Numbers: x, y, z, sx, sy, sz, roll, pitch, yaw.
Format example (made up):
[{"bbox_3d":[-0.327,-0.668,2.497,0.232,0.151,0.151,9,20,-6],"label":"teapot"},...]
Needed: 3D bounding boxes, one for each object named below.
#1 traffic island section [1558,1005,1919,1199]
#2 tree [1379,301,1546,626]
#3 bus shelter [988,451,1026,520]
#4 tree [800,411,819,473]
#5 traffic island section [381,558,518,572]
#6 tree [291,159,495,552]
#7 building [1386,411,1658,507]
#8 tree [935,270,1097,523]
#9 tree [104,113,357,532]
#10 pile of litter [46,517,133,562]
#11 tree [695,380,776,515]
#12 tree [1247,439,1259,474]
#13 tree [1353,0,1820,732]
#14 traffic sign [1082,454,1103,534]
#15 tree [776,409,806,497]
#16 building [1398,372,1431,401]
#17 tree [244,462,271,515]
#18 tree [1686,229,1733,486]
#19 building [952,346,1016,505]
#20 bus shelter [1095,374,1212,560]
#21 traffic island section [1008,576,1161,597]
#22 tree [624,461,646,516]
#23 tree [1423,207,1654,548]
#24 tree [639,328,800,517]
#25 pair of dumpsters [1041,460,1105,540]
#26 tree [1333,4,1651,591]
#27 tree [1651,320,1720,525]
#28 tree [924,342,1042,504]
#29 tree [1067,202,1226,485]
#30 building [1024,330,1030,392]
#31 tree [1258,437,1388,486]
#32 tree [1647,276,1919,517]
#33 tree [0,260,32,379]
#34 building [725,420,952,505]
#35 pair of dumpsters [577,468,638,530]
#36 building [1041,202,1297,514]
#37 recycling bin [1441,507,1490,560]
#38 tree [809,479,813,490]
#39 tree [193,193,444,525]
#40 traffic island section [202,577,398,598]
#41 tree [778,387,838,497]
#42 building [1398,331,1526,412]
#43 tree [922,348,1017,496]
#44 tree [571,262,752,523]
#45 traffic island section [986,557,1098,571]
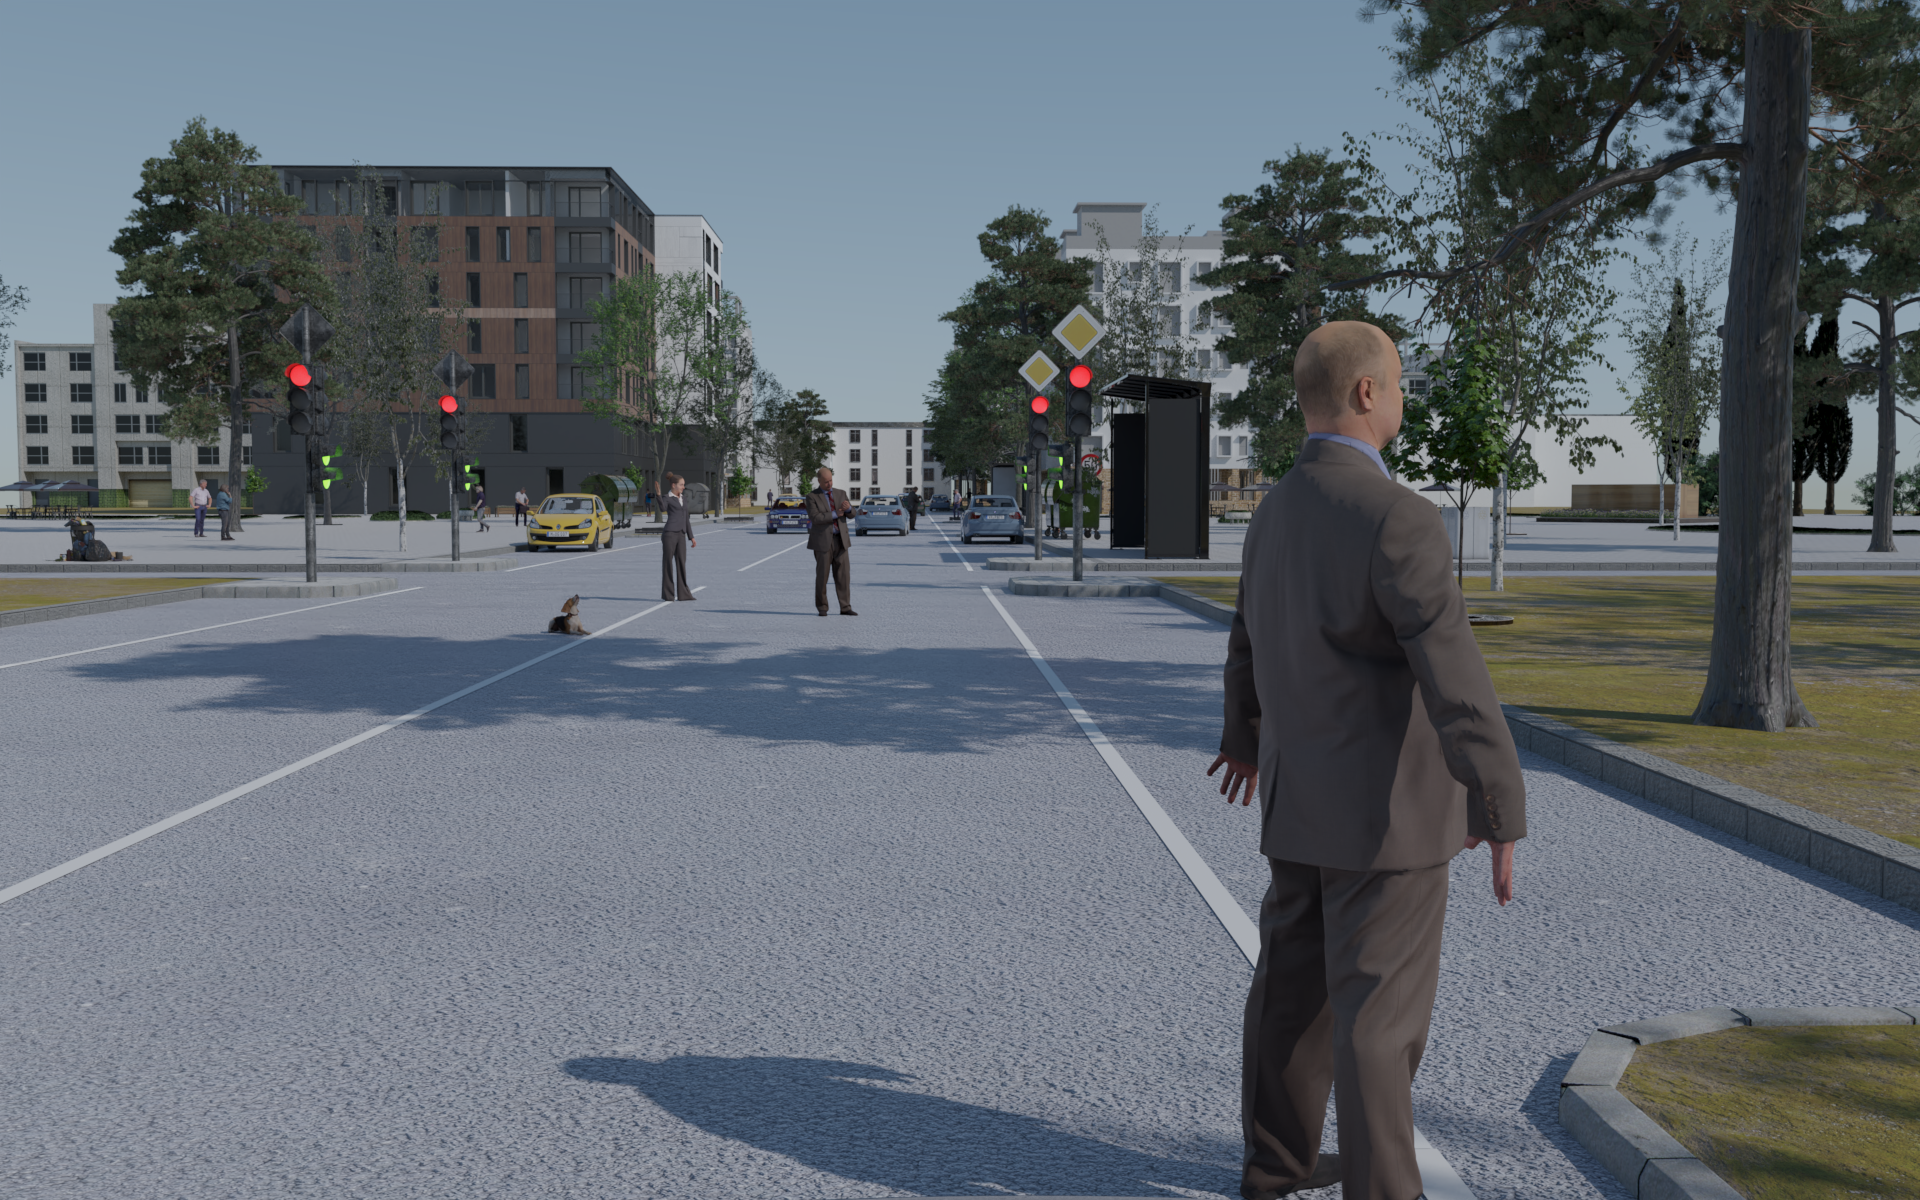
[{"bbox_3d":[2.365,1.180,3.580,1.991,0.108,1.994,0,4,-2],"label":"traffic island section"},{"bbox_3d":[5.098,-1.391,17.352,1.663,3.219,1.824,0,3,0],"label":"tree"},{"bbox_3d":[2.450,-5.558,84.790,2.014,3.302,5.546,0,4,-2],"label":"bus shelter"},{"bbox_3d":[-16.395,-13.737,159.017,7.601,10.594,8.767,1,4,16],"label":"tree"},{"bbox_3d":[-9.697,-0.671,33.252,2.009,0.180,2.903,0,4,-2],"label":"traffic island section"},{"bbox_3d":[-12.451,-5.370,38.160,4.360,8.622,3.978,0,3,0],"label":"tree"},{"bbox_3d":[57.277,-14.371,177.116,28.070,9.664,9.099,0,4,-2],"label":"building"},{"bbox_3d":[2.636,-9.185,75.936,9.928,11.665,9.643,0,3,0],"label":"tree"},{"bbox_3d":[-24.292,-9.209,57.986,7.806,13.903,7.818,0,3,0],"label":"tree"},{"bbox_3d":[-16.691,-1.178,33.227,1.719,0.858,1.176,2,4,28],"label":"pile of litter"},{"bbox_3d":[-14.322,-9.469,105.177,4.360,8.622,3.978,0,3,0],"label":"tree"},{"bbox_3d":[12.617,-4.999,65.447,4.285,4.588,4.351,0,3,0],"label":"tree"},{"bbox_3d":[4.467,-5.341,9.385,6.751,12.117,7.091,0,3,0],"label":"tree"},{"bbox_3d":[4.114,-3.332,54.584,0.768,2.556,0.104,0,4,6],"label":"traffic sign"},{"bbox_3d":[-15.549,-12.261,150.833,4.360,8.622,3.978,0,3,0],"label":"tree"},{"bbox_3d":[38.257,-20.820,206.867,31.486,18.905,16.747,0,4,-2],"label":"building"},{"bbox_3d":[-42.820,-6.736,104.741,1.663,3.219,1.824,0,3,0],"label":"tree"},{"bbox_3d":[20.072,-5.952,47.672,4.360,8.622,3.978,0,3,0],"label":"tree"},{"bbox_3d":[4.885,-21.343,205.381,11.380,20.091,16.016,0,4,-2],"label":"building"},{"bbox_3d":[4.052,-2.794,36.967,1.731,3.624,6.357,0,4,-2],"label":"bus shelter"},{"bbox_3d":[1.759,-0.201,25.572,2.009,0.180,2.903,0,4,-2],"label":"traffic island section"},{"bbox_3d":[-19.323,-6.539,101.514,1.663,3.219,1.824,0,3,0],"label":"tree"},{"bbox_3d":[13.195,-5.546,41.038,4.737,8.622,4.395,0,3,0],"label":"tree"},{"bbox_3d":[-13.404,-9.818,94.935,8.767,10.594,7.601,0,4,-7],"label":"tree"},{"bbox_3d":[3.254,-2.929,50.383,1.574,2.255,4.436,0,4,-2],"label":"pair of dumpsters"},{"bbox_3d":[7.011,-4.411,22.484,4.360,8.622,3.978,0,3,0],"label":"tree"},{"bbox_3d":[29.029,-7.396,71.295,4.737,8.622,4.395,0,3,0],"label":"tree"},{"bbox_3d":[1.667,-10.097,99.495,7.601,10.594,8.767,0,4,-5],"label":"tree"},{"bbox_3d":[4.432,-5.770,44.697,4.360,8.622,3.978,0,3,0],"label":"tree"},{"bbox_3d":[13.396,-17.428,141.366,16.016,20.091,11.380,0,4,-2],"label":"building"},{"bbox_3d":[13.356,-4.698,60.520,4.285,4.588,4.351,0,3,0],"label":"tree"},{"bbox_3d":[49.126,-12.274,102.497,18.604,14.587,13.155,-1,4,-20],"label":"tree"},{"bbox_3d":[-29.787,-6.892,47.102,8.767,10.594,7.601,-1,4,-21],"label":"tree"},{"bbox_3d":[-14.889,-15.891,201.962,28.070,9.664,9.099,0,4,-2],"label":"building"},{"bbox_3d":[-12.875,-3.717,63.261,1.574,2.255,4.436,0,4,-1],"label":"pair of dumpsters"},{"bbox_3d":[14.045,-16.016,118.289,16.016,20.091,11.380,0,4,-2],"label":"building"},{"bbox_3d":[9.998,-1.329,34.279,0.722,1.027,0.722,-1,4,-9],"label":"recycling bin"},{"bbox_3d":[-16.162,-11.608,184.388,1.663,3.219,1.824,0,3,0],"label":"tree"},{"bbox_3d":[-26.140,-9.826,71.028,12.009,13.543,11.850,0,3,0],"label":"tree"},{"bbox_3d":[-9.478,-0.183,25.270,2.009,0.180,2.903,0,4,-2],"label":"traffic island section"},{"bbox_3d":[-15.698,-15.507,175.592,6.751,12.117,7.091,0,3,0],"label":"tree"},{"bbox_3d":[59.674,-21.487,207.725,11.380,20.091,16.016,0,4,-2],"label":"building"},{"bbox_3d":[0.635,-12.805,127.490,7.486,12.596,7.792,0,3,0],"label":"tree"},{"bbox_3d":[-13.287,-9.231,76.683,9.928,11.665,9.643,0,3,0],"label":"tree"},{"bbox_3d":[1.540,-0.690,33.554,2.009,0.180,2.903,0,4,-2],"label":"traffic island section"}]
